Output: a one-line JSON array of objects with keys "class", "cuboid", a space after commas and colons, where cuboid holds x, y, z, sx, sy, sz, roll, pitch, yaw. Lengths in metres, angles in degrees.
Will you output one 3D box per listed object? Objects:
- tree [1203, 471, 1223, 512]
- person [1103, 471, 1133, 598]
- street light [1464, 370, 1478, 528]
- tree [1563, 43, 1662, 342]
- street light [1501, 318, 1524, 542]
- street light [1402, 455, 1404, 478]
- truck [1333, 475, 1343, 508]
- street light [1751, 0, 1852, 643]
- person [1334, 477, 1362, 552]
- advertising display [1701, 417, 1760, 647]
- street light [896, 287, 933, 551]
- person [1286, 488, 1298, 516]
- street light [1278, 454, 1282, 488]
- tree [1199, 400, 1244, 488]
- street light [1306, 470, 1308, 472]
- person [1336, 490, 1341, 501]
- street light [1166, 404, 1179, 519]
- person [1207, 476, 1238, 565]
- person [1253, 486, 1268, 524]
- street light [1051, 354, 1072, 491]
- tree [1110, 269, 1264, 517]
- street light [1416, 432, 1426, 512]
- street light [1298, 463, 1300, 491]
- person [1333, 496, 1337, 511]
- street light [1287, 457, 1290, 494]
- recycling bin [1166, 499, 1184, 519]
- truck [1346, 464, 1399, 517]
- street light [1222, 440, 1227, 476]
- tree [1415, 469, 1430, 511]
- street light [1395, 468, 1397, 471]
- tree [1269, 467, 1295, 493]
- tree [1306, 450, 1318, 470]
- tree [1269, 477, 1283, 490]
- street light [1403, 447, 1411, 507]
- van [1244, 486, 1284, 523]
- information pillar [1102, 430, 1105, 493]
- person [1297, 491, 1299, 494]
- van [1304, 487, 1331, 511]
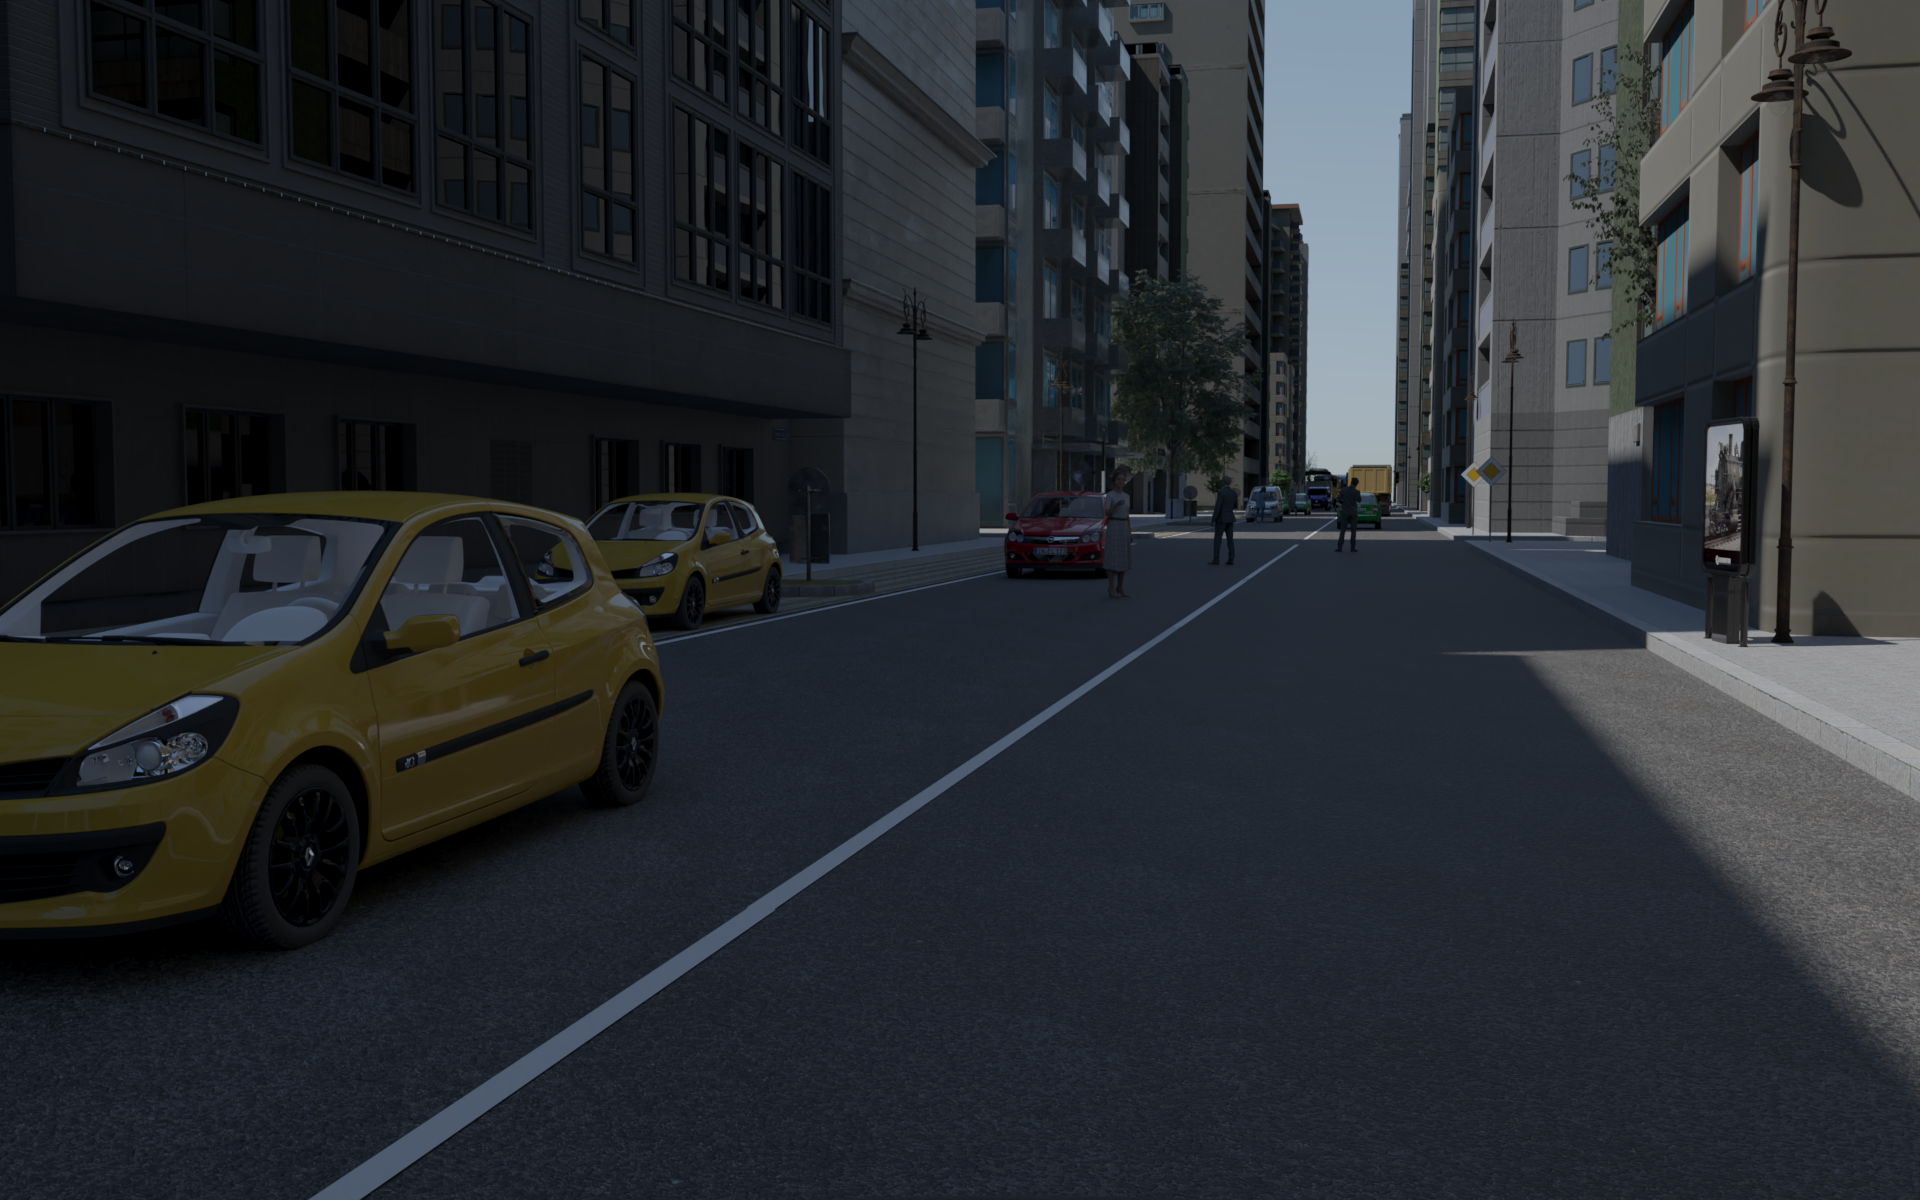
[{"class": "tree", "cuboid": [18.106, -7.883, 123.496, 1.663, 3.219, 1.824, 0, 3, 0]}, {"class": "person", "cuboid": [2.237, -0.914, 24.022, 0.480, 1.755, 0.524, -3, 4, -37]}, {"class": "street light", "cuboid": [18.991, -5.609, 64.490, 0.468, 5.910, 1.993, 1, 4, 13]}, {"class": "tree", "cuboid": [11.222, -4.648, 26.350, 4.360, 8.622, 3.978, 0, 3, 0]}, {"class": "street light", "cuboid": [14.572, -4.465, 45.783, 0.468, 5.910, 1.993, 1, 4, 13]}, {"class": "street light", "cuboid": [51.493, -13.965, 201.118, 0.468, 5.910, 1.993, 1, 4, 13]}, {"class": "truck", "cuboid": [37.957, -11.214, 179.265, 3.469, 3.379, 9.791, 1, 4, 13]}, {"class": "street light", "cuboid": [7.110, -2.569, 14.795, 0.468, 5.910, 1.993, 1, 4, 13]}, {"class": "person", "cuboid": [9.656, -2.127, 43.077, 0.655, 1.846, 0.447, 1, 4, 12]}, {"class": "advertising display", "cuboid": [6.610, -0.592, 14.899, 0.123, 1.923, 0.974, 0, 4, 5]}, {"class": "street light", "cuboid": [-1.009, -4.043, 38.895, 0.468, 5.910, 1.993, 1, 4, 13]}, {"class": "person", "cuboid": [22.141, -6.539, 115.514, 0.694, 1.812, 0.767, -3, 4, -38]}, {"class": "street light", "cuboid": [36.010, -13.590, 194.986, 0.468, 5.910, 1.993, 1, 4, 13]}, {"class": "tree", "cuboid": [19.016, -10.799, 126.923, 4.737, 8.622, 4.395, 0, 3, 0]}, {"class": "street light", "cuboid": [55.031, -18.470, 274.777, 0.468, 5.910, 1.993, 1, 4, 13]}, {"class": "person", "cuboid": [28.869, -7.458, 131.148, 0.721, 1.735, 1.217, -2, 4, -24]}, {"class": "street light", "cuboid": [10.861, -7.088, 88.672, 0.468, 5.910, 1.993, 1, 4, 13]}, {"class": "person", "cuboid": [5.337, -1.627, 35.280, 0.661, 1.801, 0.590, -3, 4, -36]}, {"class": "person", "cuboid": [14.182, -4.468, 81.822, 0.793, 1.790, 0.793, -1, 4, -8]}, {"class": "street light", "cuboid": [3.361, -5.166, 57.252, 0.468, 5.910, 1.993, 1, 4, 13]}, {"class": "tree", "cuboid": [12.087, -11.699, 97.941, 9.857, 13.997, 8.962, 0, 3, 0]}, {"class": "street light", "cuboid": [33.803, -9.412, 126.681, 0.468, 5.910, 1.993, 1, 4, 13]}, {"class": "street light", "cuboid": [47.652, -16.572, 243.733, 0.468, 5.910, 1.993, 1, 4, 13]}, {"class": "person", "cuboid": [31.218, -8.050, 143.299, 0.628, 1.438, 0.799, 1, 4, 17]}, {"class": "street light", "cuboid": [40.333, -14.674, 212.711, 0.468, 5.910, 1.993, 1, 4, 13]}, {"class": "recycling bin", "cuboid": [11.290, -4.796, 90.966, 0.722, 1.027, 0.722, 3, 5, 44]}, {"class": "truck", "cuboid": [26.627, -7.113, 112.218, 3.469, 3.379, 9.791, 1, 4, 15]}, {"class": "street light", "cuboid": [18.416, -9.046, 120.686, 0.468, 5.910, 1.993, 1, 4, 13]}, {"class": "tree", "cuboid": [35.231, -8.296, 130.249, 1.663, 3.219, 1.824, 0, 3, 0]}, {"class": "street light", "cuboid": [55.888, -15.117, 219.948, 0.468, 5.910, 1.993, 1, 4, 13]}, {"class": "tree", "cuboid": [37.511, -13.408, 202.926, 4.285, 4.588, 4.351, 0, 3, 0]}, {"class": "tree", "cuboid": [57.411, -20.512, 285.725, 4.360, 8.622, 3.978, 0, 3, 0]}, {"class": "tree", "cuboid": [36.422, -12.538, 199.591, 1.663, 3.219, 1.824, 0, 3, 0]}, {"class": "street light", "cuboid": [43.968, -12.037, 169.594, 0.468, 5.910, 1.993, 1, 4, 13]}, {"class": "van", "cuboid": [15.601, -4.990, 88.598, 2.013, 2.044, 4.112, 1, 4, 14]}, {"class": "information pillar", "cuboid": [5.221, -4.383, 63.021, 0.183, 3.616, 0.504, 0, 4, 8]}, {"class": "person", "cuboid": [37.632, -11.283, 192.991, 0.705, 1.823, 1.348, 1, 4, 18]}, {"class": "van", "cuboid": [30.675, -8.800, 148.270, 2.240, 2.365, 5.245, 1, 4, 15]}]
